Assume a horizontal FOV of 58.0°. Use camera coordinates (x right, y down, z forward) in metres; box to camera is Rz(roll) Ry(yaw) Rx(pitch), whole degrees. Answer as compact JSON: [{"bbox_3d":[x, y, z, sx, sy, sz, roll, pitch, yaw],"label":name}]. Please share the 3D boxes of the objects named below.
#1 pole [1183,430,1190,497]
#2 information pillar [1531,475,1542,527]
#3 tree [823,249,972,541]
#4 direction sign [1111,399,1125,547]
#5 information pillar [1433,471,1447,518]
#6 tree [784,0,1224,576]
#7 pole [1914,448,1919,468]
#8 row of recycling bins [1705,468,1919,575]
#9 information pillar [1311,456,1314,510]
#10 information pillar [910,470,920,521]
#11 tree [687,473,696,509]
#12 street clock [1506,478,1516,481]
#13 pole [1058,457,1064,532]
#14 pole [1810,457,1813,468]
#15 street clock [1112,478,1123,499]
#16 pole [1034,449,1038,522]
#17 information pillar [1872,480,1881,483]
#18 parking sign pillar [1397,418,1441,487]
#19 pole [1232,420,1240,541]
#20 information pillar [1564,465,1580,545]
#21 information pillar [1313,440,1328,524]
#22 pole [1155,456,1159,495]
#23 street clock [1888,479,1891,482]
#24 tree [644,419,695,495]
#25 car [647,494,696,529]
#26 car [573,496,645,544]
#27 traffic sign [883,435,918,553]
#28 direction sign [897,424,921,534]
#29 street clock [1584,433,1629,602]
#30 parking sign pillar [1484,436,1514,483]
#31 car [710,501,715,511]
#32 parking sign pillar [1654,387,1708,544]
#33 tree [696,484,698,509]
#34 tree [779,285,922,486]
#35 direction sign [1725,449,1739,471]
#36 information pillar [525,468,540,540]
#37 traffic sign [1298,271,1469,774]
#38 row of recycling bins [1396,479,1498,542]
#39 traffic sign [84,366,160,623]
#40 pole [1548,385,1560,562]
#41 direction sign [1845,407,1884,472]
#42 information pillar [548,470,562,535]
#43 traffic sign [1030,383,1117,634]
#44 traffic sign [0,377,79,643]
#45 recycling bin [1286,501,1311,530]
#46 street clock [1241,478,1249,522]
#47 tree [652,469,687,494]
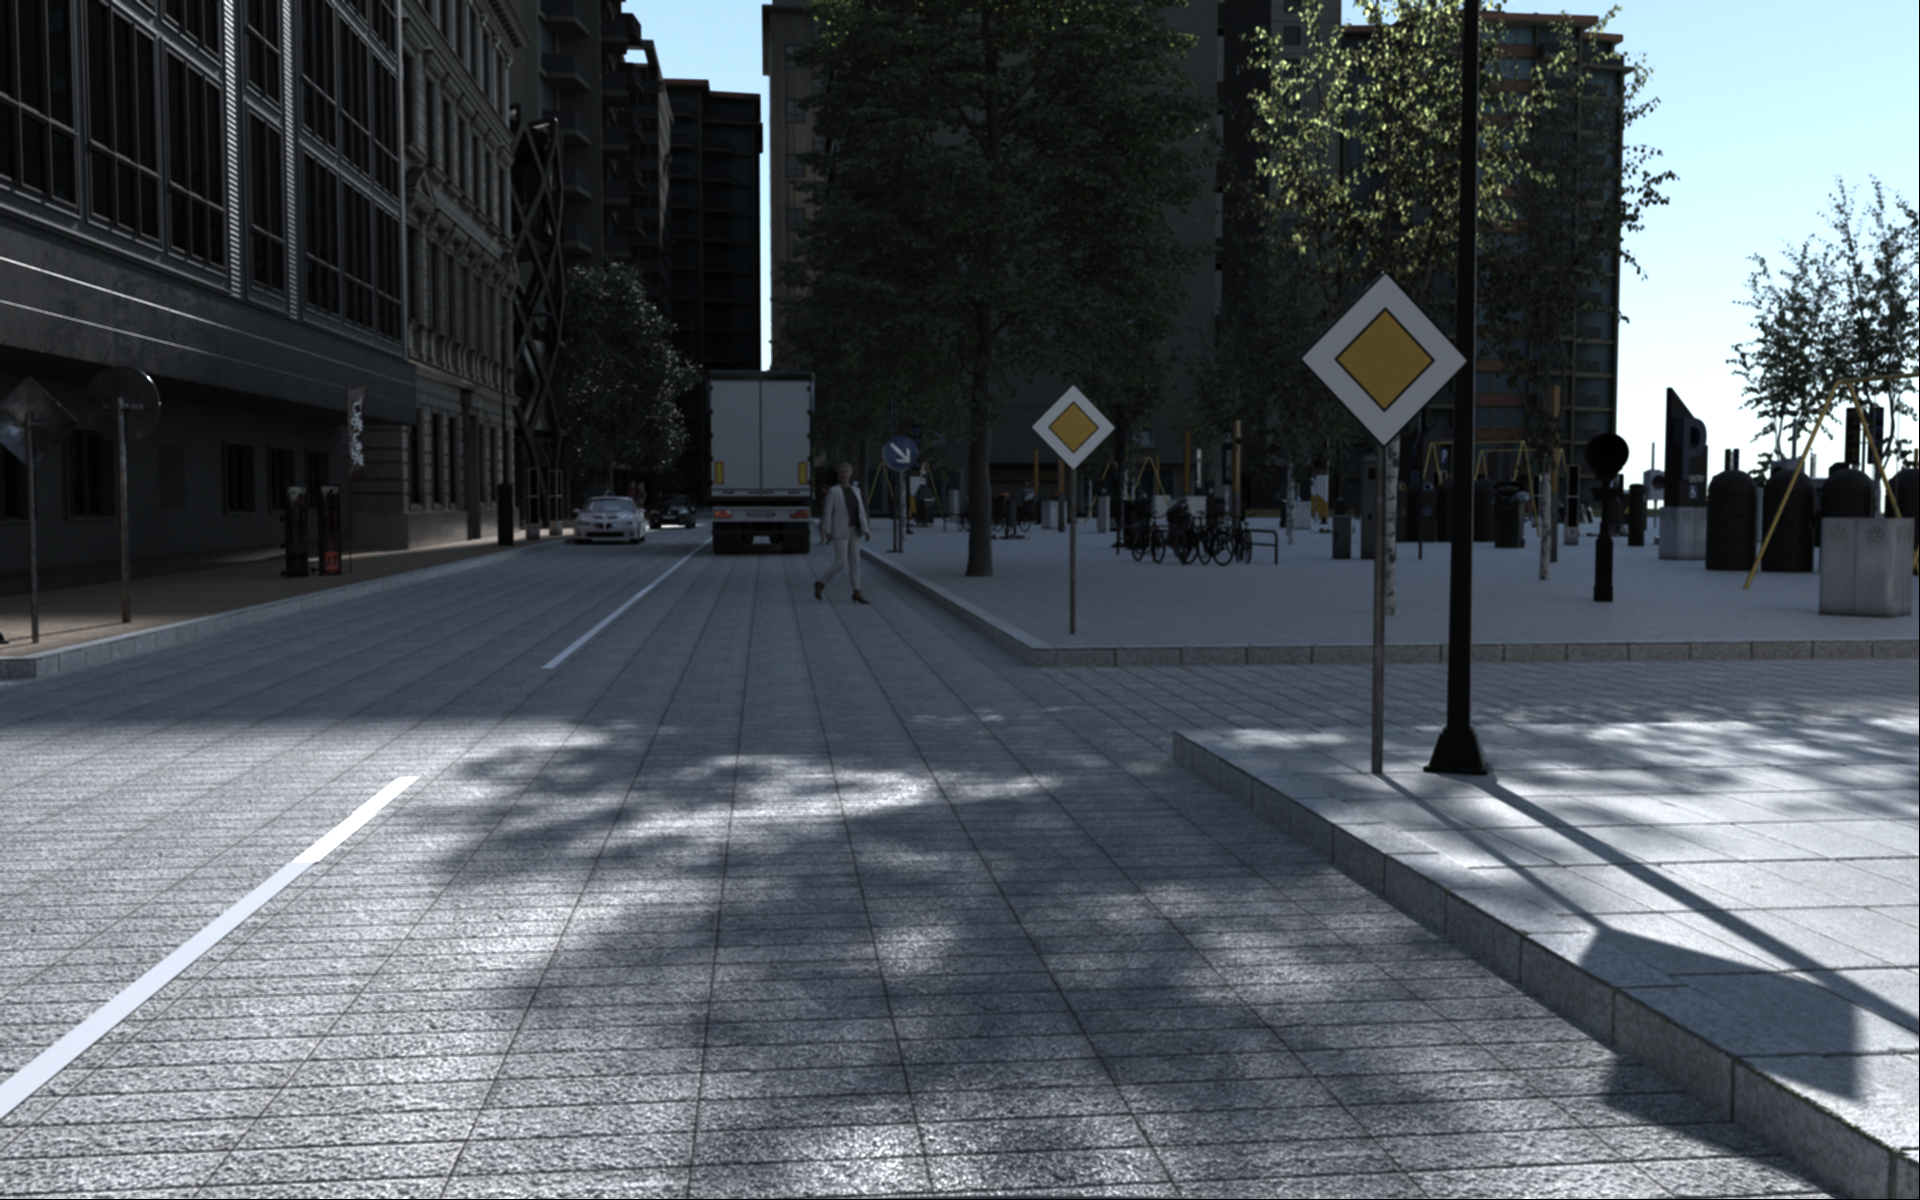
[{"bbox_3d":[7.279,-3.778,55.618,0.158,3.312,0.155,0,3,0],"label":"pole"},{"bbox_3d":[22.284,-3.817,66.900,0.304,2.012,0.304,2,4,35],"label":"information pillar"},{"bbox_3d":[-1.549,-5.906,46.933,4.737,8.622,4.395,0,3,0],"label":"tree"},{"bbox_3d":[3.833,-3.042,41.732,0.379,3.537,0.876,-1,4,-9],"label":"direction sign"},{"bbox_3d":[14.971,-3.034,54.103,0.304,2.012,0.304,-2,4,-25],"label":"information pillar"},{"bbox_3d":[0.622,-6.665,27.105,7.486,12.596,7.792,0,3,0],"label":"tree"},{"bbox_3d":[42.648,-5.104,77.301,0.158,3.312,0.155,0,3,0],"label":"pole"},{"bbox_3d":[14.140,-1.306,28.471,3.534,1.692,1.069,3,4,36],"label":"row of recycling bins"},{"bbox_3d":[17.866,-5.845,86.919,0.504,3.616,0.183,2,4,26],"label":"information pillar"},{"bbox_3d":[-2.104,-5.508,81.403,0.504,3.616,0.183,0,4,-2],"label":"information pillar"},{"bbox_3d":[-21.808,-8.569,134.712,1.663,3.219,1.824,0,3,0],"label":"tree"},{"bbox_3d":[25.222,-4.571,79.301,0.471,2.002,0.358,-2,4,-32],"label":"street clock"},{"bbox_3d":[3.426,-3.958,58.561,0.158,3.312,0.155,0,3,0],"label":"pole"},{"bbox_3d":[47.136,-6.239,95.849,0.158,3.312,0.155,0,3,0],"label":"pole"},{"bbox_3d":[7.053,-4.465,77.568,0.471,2.002,0.358,0,4,8],"label":"street clock"},{"bbox_3d":[3.469,-5.215,79.102,0.158,3.312,0.155,0,3,0],"label":"pole"},{"bbox_3d":[48.174,-5.299,91.127,0.304,2.012,0.304,-3,4,-36],"label":"information pillar"},{"bbox_3d":[16.497,-4.462,61.423,1.447,3.967,1.447,-3,5,-42],"label":"parking sign pillar"},{"bbox_3d":[7.617,-3.299,47.790,0.158,3.312,0.155,0,3,0],"label":"pole"},{"bbox_3d":[15.402,-2.393,43.610,0.304,2.012,0.304,0,4,7],"label":"information pillar"},{"bbox_3d":[15.547,-5.071,74.260,0.504,3.616,0.183,2,4,27],"label":"information pillar"},{"bbox_3d":[10.488,-6.006,92.042,0.158,3.312,0.155,0,3,0],"label":"pole"},{"bbox_3d":[43.567,-4.672,80.963,0.471,2.002,0.358,-3,5,-43],"label":"street clock"},{"bbox_3d":[-21.629,-10.742,125.995,4.737,8.622,4.395,0,3,0],"label":"tree"},{"bbox_3d":[-12.045,-3.844,72.633,2.009,1.686,4.222,0,4,-5],"label":"car"},{"bbox_3d":[-10.289,-2.363,51.000,2.083,1.381,4.827,0,4,-7],"label":"car"},{"bbox_3d":[-1.295,-2.295,37.631,0.768,2.556,0.104,0,4,-3],"label":"traffic sign"},{"bbox_3d":[-1.673,-3.898,55.729,0.876,3.537,0.379,-1,4,-16],"label":"direction sign"},{"bbox_3d":[7.704,-0.986,20.687,0.471,2.002,0.358,1,4,10],"label":"street clock"},{"bbox_3d":[25.062,-5.634,80.580,1.447,3.967,1.447,-1,4,-17],"label":"parking sign pillar"},{"bbox_3d":[-20.255,-8.494,147.557,2.281,1.827,5.304,0,4,-8],"label":"car"},{"bbox_3d":[18.507,-3.404,44.134,1.447,3.967,1.447,-3,4,-37],"label":"parking sign pillar"},{"bbox_3d":[-23.893,-9.738,153.817,1.663,3.219,1.824,0,3,0],"label":"tree"},{"bbox_3d":[-4.865,-8.470,72.896,7.601,10.594,8.767,-1,4,-20],"label":"tree"},{"bbox_3d":[38.614,-5.793,86.710,0.379,3.537,0.876,-1,4,-22],"label":"direction sign"},{"bbox_3d":[-11.963,-2.688,48.437,0.304,2.012,0.304,-2,4,-34],"label":"information pillar"},{"bbox_3d":[1.914,-0.260,7.901,0.795,2.450,0.064,0,4,-6],"label":"traffic sign"},{"bbox_3d":[12.814,-2.418,46.649,3.534,1.692,1.069,-1,4,-11],"label":"row of recycling bins"},{"bbox_3d":[-8.329,-1.047,17.230,0.768,2.556,0.104,0,4,3],"label":"traffic sign"},{"bbox_3d":[11.155,-2.371,32.605,0.158,3.312,0.155,0,3,0],"label":"pole"},{"bbox_3d":[23.582,-3.256,45.231,0.876,3.537,0.379,2,4,27],"label":"direction sign"},{"bbox_3d":[-12.574,-3.017,53.819,0.304,2.012,0.304,1,4,18],"label":"information pillar"},{"bbox_3d":[1.029,-0.746,15.838,0.795,2.450,0.064,0,4,-6],"label":"traffic sign"},{"bbox_3d":[-7.962,-0.686,14.859,0.795,2.450,0.064,0,4,-6],"label":"traffic sign"},{"bbox_3d":[12.288,-3.078,62.880,0.722,1.027,0.722,-1,4,-10],"label":"recycling bin"},{"bbox_3d":[13.106,-4.623,80.157,0.471,2.002,0.358,1,4,18],"label":"street clock"},{"bbox_3d":[-20.471,-7.729,120.978,1.663,3.219,1.824,0,3,0],"label":"tree"}]
